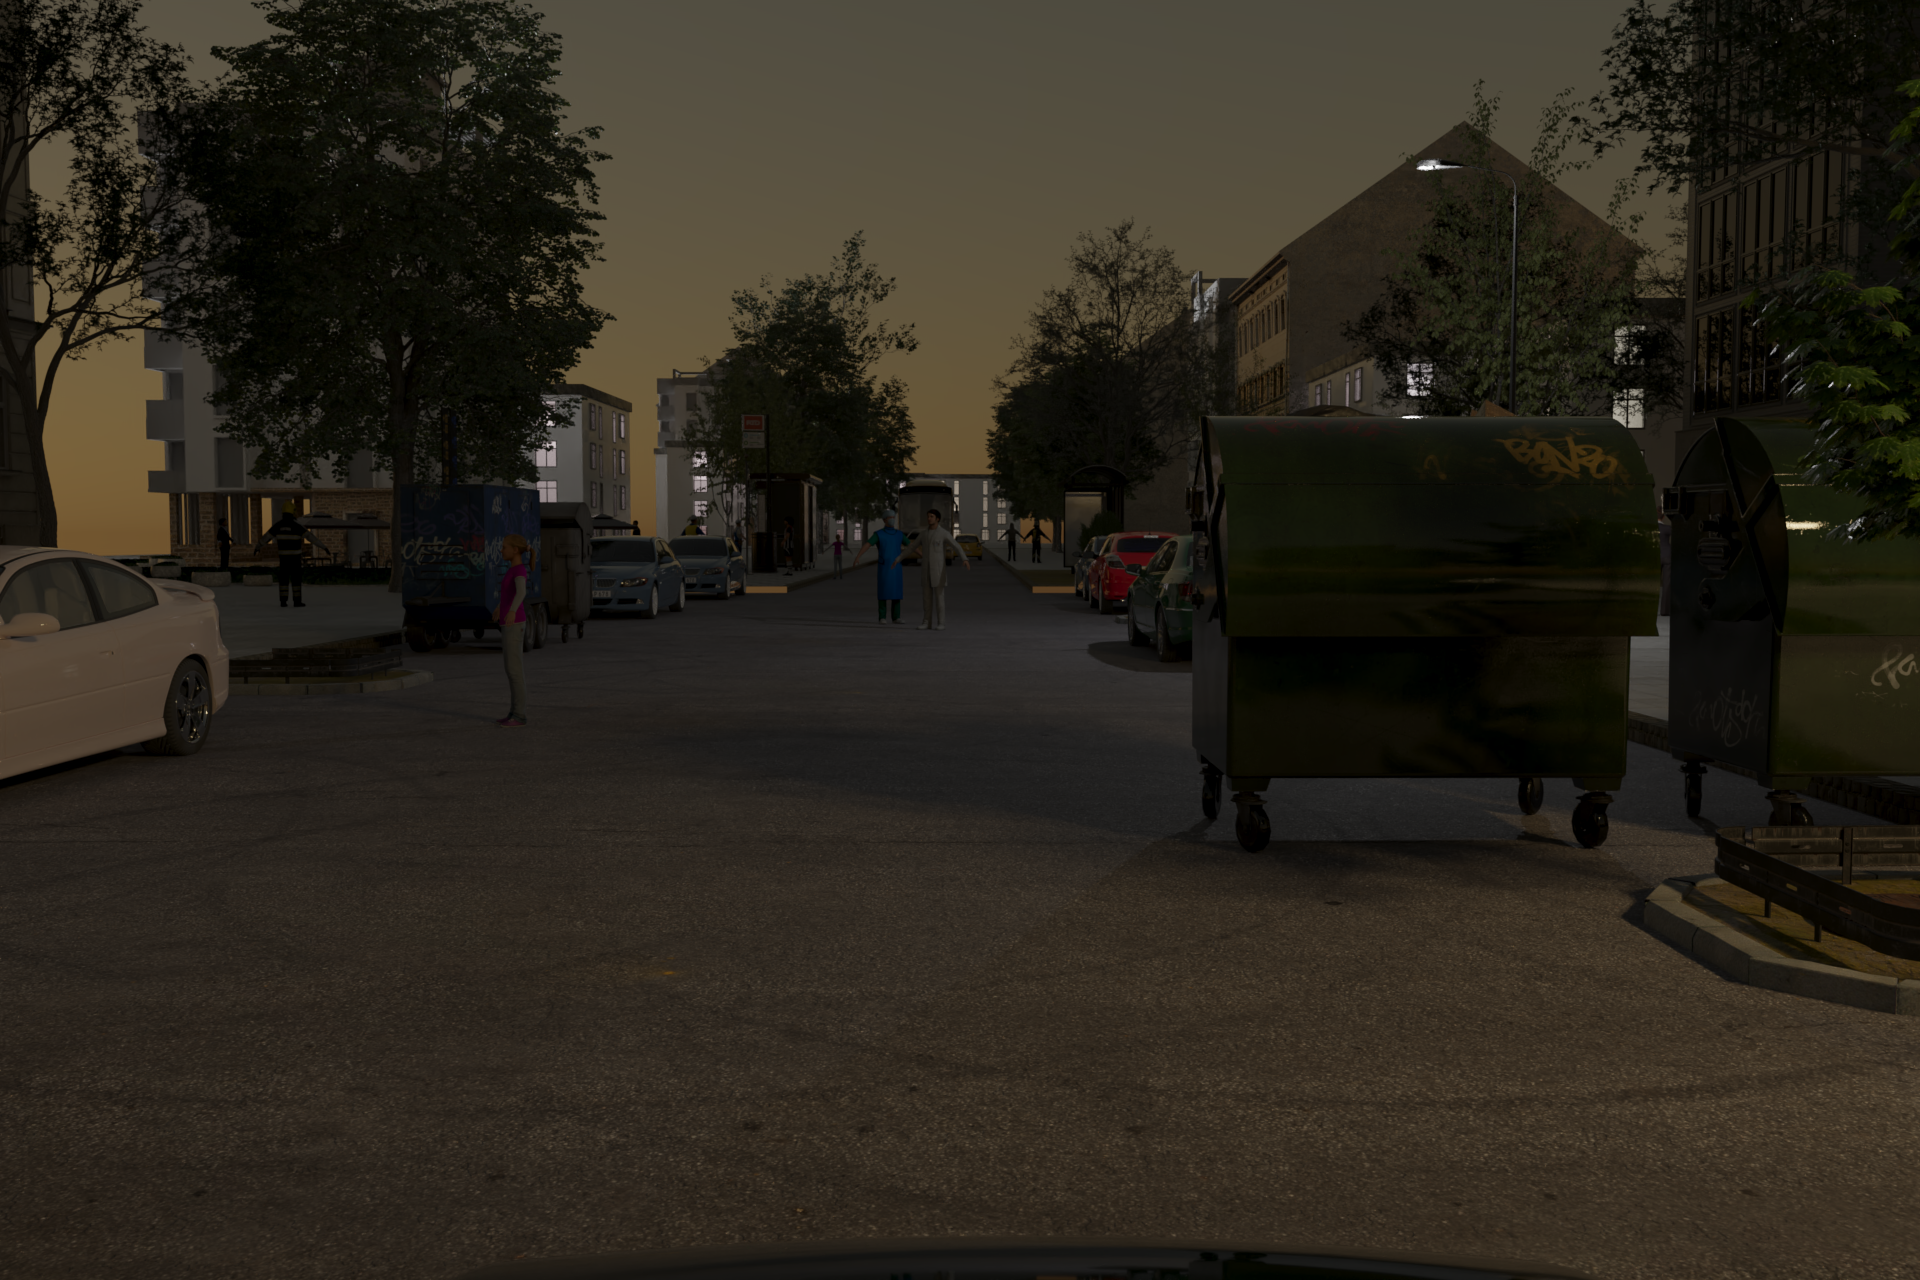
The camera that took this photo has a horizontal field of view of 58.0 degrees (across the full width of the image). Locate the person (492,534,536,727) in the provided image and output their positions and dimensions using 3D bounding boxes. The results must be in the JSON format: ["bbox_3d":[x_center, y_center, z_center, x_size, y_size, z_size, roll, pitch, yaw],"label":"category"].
[{"bbox_3d":[-3.396,-0.075,12.942,0.599,1.433,0.991,-1,4,-20],"label":"person"}]

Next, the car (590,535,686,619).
[{"bbox_3d":[-5.984,-1.142,30.667,2.014,1.417,4.499,0,4,0],"label":"car"}]

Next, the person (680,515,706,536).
[{"bbox_3d":[-7.532,-2.641,49.152,1.349,1.833,0.705,2,4,31],"label":"person"}]

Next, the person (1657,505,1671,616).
[{"bbox_3d":[11.086,-1.239,27.105,0.742,1.727,0.445,0,4,6],"label":"person"}]

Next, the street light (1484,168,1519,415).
[{"bbox_3d":[7.431,-2.999,21.583,1.470,5.913,1.316,0,4,0],"label":"street light"}]

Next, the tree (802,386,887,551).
[{"bbox_3d":[-9.154,-13.102,132.340,7.486,12.596,7.792,0,3,0],"label":"tree"}]

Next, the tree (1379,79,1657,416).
[{"bbox_3d":[9.206,-4.798,28.806,4.737,8.622,4.395,0,3,0],"label":"tree"}]

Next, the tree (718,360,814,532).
[{"bbox_3d":[-8.635,-7.593,74.509,4.737,8.622,4.395,0,3,0],"label":"tree"}]

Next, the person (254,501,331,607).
[{"bbox_3d":[-11.781,-1.511,30.476,1.351,1.858,0.704,0,3,0],"label":"person"}]

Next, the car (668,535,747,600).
[{"bbox_3d":[-5.888,-1.664,39.210,2.014,1.417,4.499,0,4,0],"label":"car"}]

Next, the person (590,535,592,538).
[{"bbox_3d":[-17.870,-4.613,81.563,1.346,1.812,0.704,-2,4,-29],"label":"person"}]

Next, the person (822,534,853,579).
[{"bbox_3d":[-3.876,-2.635,54.804,0.991,1.433,0.599,-1,4,-15],"label":"person"}]

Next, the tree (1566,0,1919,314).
[{"bbox_3d":[9.130,-4.904,14.599,8.767,10.594,7.601,3,5,42],"label":"tree"}]

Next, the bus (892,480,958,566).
[{"bbox_3d":[-1.547,-5.537,82.082,2.896,3.916,12.252,0,4,0],"label":"bus"}]

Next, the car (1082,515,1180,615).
[{"bbox_3d":[3.387,-1.422,32.286,2.155,1.783,4.494,0,4,0],"label":"car"}]

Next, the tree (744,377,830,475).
[{"bbox_3d":[-8.339,-7.979,80.827,4.737,8.622,4.395,0,3,0],"label":"tree"}]

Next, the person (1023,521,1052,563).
[{"bbox_3d":[3.392,-4.339,76.723,1.354,1.856,0.705,2,4,24],"label":"person"}]

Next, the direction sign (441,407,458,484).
[{"bbox_3d":[-9.220,-2.406,31.336,0.379,3.537,0.876,0,4,-1],"label":"direction sign"}]

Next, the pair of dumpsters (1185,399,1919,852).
[{"bbox_3d":[3.314,-0.205,8.295,4.436,2.255,1.574,0,4,-1],"label":"pair of dumpsters"}]

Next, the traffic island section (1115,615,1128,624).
[{"bbox_3d":[3.543,-0.321,28.120,1.991,0.108,1.994,0,4,1],"label":"traffic island section"}]

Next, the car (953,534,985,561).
[{"bbox_3d":[0.360,-5.197,95.191,2.015,1.641,3.980,0,4,0],"label":"car"}]

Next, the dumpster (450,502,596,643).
[{"bbox_3d":[-5.898,-0.914,23.167,1.865,1.857,1.264,0,3,0],"label":"dumpster"}]

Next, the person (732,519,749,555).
[{"bbox_3d":[-8.400,-3.669,65.849,0.705,1.847,1.347,-2,4,-32],"label":"person"}]

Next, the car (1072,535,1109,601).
[{"bbox_3d":[3.510,-1.611,38.336,2.014,1.417,4.499,0,3,0],"label":"car"}]

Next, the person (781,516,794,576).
[{"bbox_3d":[-5.300,-2.885,53.310,0.704,1.843,1.345,0,4,3],"label":"person"}]

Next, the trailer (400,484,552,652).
[{"bbox_3d":[-5.911,-0.825,20.541,1.471,1.999,3.904,0,3,0],"label":"trailer"}]

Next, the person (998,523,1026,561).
[{"bbox_3d":[2.438,-4.598,81.313,1.348,1.813,0.705,0,4,2],"label":"person"}]

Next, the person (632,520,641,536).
[{"bbox_3d":[-12.270,-3.622,65.451,0.704,1.802,1.346,0,4,5],"label":"person"}]

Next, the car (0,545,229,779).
[{"bbox_3d":[-5.895,0.151,9.895,2.083,1.381,4.827,0,4,0],"label":"car"}]

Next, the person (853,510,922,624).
[{"bbox_3d":[-1.107,-1.162,27.575,1.347,1.817,0.704,-2,4,-26],"label":"person"}]

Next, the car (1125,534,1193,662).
[{"bbox_3d":[3.110,-0.549,20.769,2.131,1.459,4.920,0,4,-1],"label":"car"}]

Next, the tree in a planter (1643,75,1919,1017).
[{"bbox_3d":[3.502,-0.529,5.875,1.991,3.239,1.994,0,4,1],"label":"tree in a planter"}]

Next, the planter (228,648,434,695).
[{"bbox_3d":[-6.134,0.289,16.420,1.991,0.319,1.994,0,4,1],"label":"planter"}]

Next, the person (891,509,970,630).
[{"bbox_3d":[-0.411,-1.056,25.902,1.347,1.806,0.705,2,4,29],"label":"person"}]

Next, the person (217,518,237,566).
[{"bbox_3d":[-20.991,-2.623,49.604,0.721,1.740,1.216,0,4,-3],"label":"person"}]
